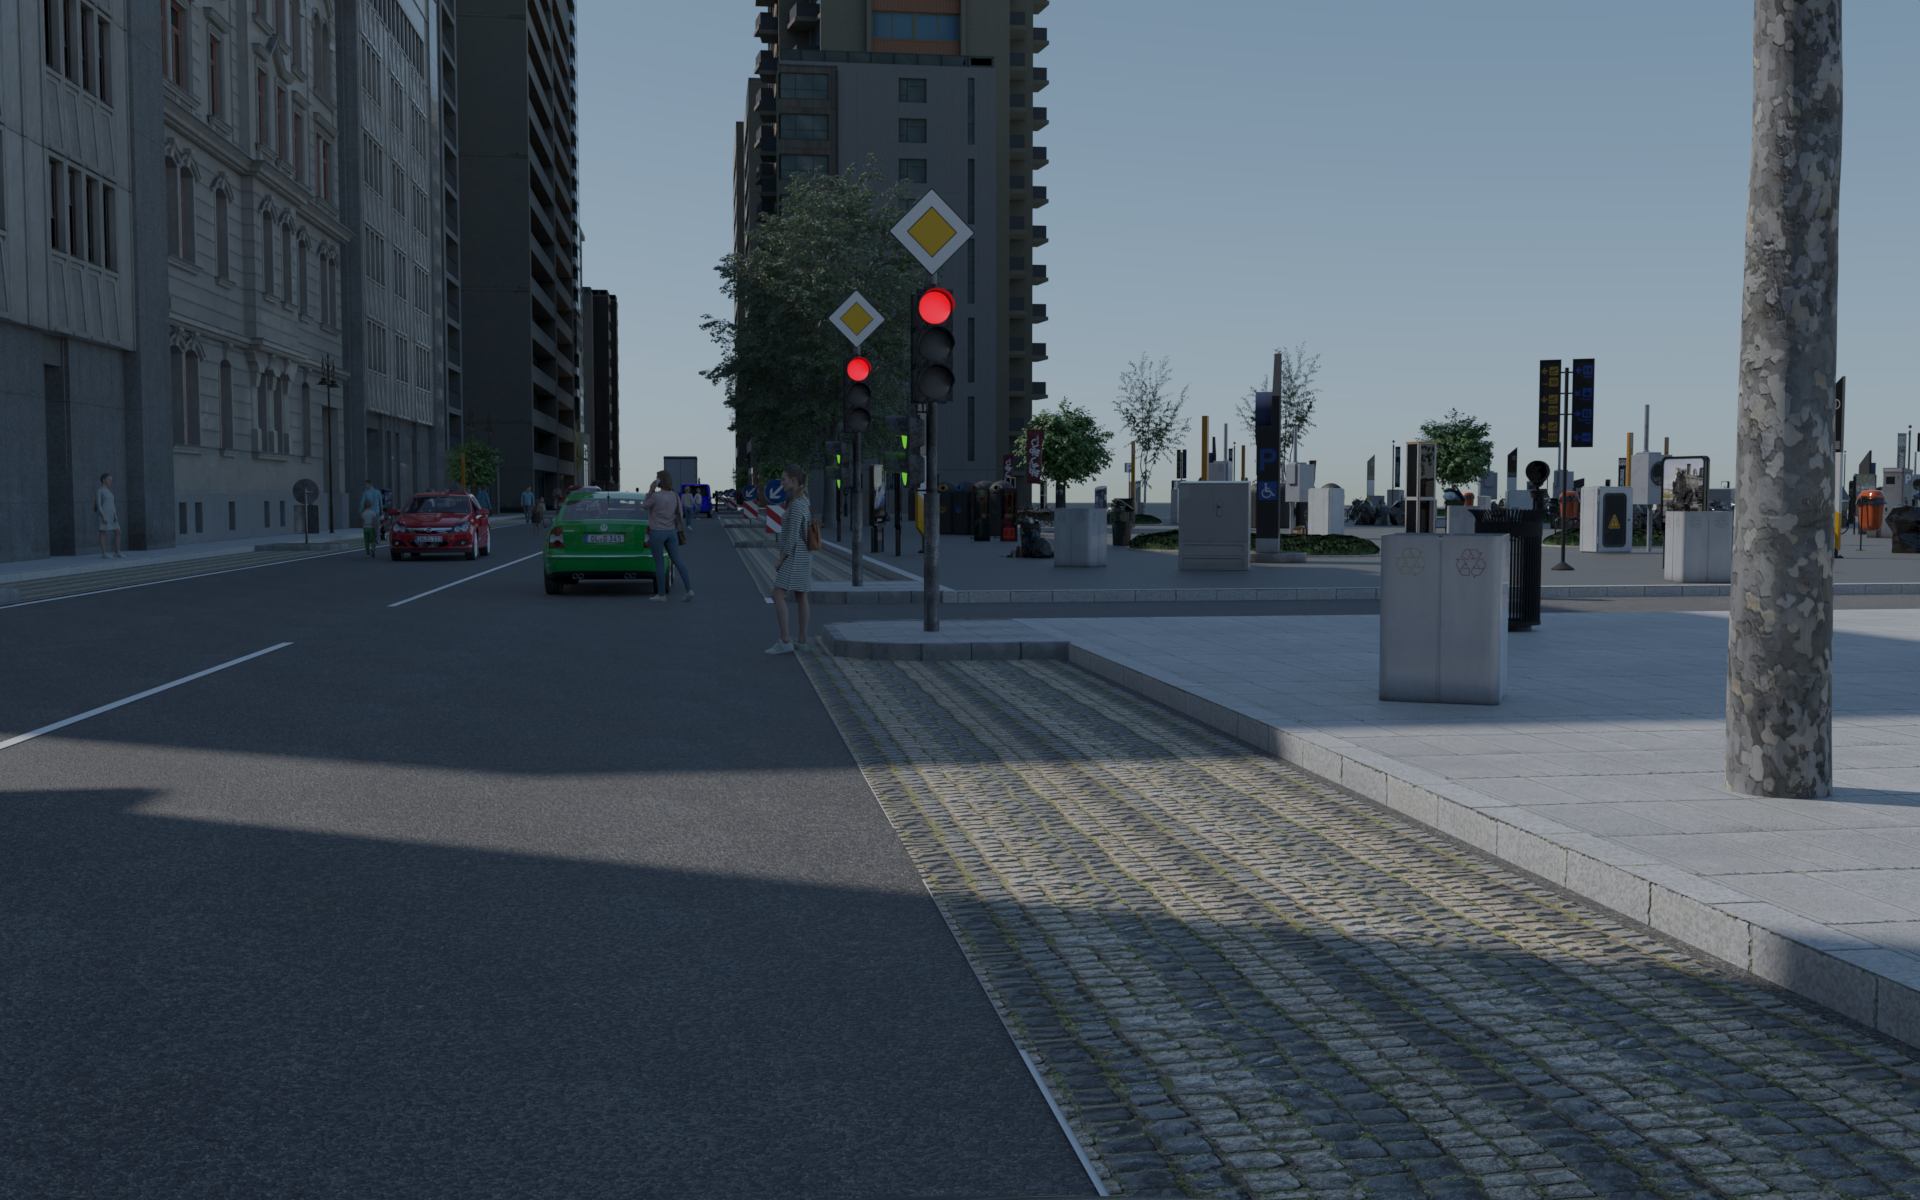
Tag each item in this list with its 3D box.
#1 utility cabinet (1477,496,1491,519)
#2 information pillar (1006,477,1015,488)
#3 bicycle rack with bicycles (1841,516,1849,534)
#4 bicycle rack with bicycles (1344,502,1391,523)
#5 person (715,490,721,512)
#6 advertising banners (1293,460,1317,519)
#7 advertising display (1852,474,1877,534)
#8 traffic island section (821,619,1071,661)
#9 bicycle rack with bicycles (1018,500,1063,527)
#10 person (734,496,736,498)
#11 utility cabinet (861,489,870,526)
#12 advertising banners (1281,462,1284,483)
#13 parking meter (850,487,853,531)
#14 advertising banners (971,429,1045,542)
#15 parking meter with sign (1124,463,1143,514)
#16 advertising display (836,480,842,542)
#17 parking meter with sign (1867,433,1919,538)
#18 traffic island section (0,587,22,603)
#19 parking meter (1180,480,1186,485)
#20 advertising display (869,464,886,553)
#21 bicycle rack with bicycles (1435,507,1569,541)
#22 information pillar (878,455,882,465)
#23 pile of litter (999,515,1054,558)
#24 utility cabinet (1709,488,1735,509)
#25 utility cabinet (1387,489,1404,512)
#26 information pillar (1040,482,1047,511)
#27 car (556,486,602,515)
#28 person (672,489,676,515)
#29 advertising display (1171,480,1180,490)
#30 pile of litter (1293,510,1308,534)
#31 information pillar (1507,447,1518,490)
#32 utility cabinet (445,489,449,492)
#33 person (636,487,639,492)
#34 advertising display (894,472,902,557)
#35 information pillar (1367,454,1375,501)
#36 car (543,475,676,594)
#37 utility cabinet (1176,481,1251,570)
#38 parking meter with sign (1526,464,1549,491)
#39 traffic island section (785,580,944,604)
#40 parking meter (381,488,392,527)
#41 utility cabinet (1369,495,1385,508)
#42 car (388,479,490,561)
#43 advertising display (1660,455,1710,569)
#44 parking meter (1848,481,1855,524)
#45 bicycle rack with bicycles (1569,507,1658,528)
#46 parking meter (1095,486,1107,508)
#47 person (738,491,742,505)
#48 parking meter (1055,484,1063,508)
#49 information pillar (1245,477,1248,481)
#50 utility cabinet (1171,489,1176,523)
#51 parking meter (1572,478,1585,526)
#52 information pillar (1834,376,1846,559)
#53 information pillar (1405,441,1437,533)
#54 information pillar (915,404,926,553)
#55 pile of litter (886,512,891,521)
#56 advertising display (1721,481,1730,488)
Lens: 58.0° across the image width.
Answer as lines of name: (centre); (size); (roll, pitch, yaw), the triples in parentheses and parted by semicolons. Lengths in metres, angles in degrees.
utility cabinet: (18.149, -2.985, 59.963); (0.306, 1.237, 1.020); (2, 4, 27)
information pillar: (2.206, -4.346, 75.554); (0.304, 2.012, 0.304); (-3, 5, -41)
bicycle rack with bicycles: (26.142, -2.536, 54.839); (2.852, 0.926, 2.925); (-2, 4, -35)
bicycle rack with bicycles: (18.639, -3.958, 78.090); (2.925, 0.926, 2.852); (1, 4, 23)
person: (-19.175, -7.813, 136.955); (0.721, 1.735, 1.217); (-2, 4, -27)
advertising banners: (17.715, -5.729, 89.862); (0.090, 3.025, 2.074); (-2, 4, -35)
advertising display: (28.774, -3.052, 55.120); (0.974, 1.923, 0.123); (-2, 4, -26)
traffic island section: (-0.243, 0.371, 16.214); (2.009, 0.180, 2.903); (-1, 4, -8)
bicycle rack with bicycles: (3.217, -3.378, 68.604); (2.925, 0.926, 2.852); (2, 4, 24)
person: (-31.117, -14.302, 239.958); (1.350, 1.814, 0.705); (3, 5, 39)
utility cabinet: (-3.654, -3.709, 69.317); (1.173, 1.500, 0.318); (3, 5, 41)
advertising banners: (17.801, -5.985, 94.041); (0.090, 3.025, 2.074); (3, 4, 36)
parking meter: (-3.616, -3.157, 60.035); (0.372, 1.533, 0.369); (0, 3, 0)
advertising banners: (1.294, -3.096, 46.803); (2.074, 3.025, 0.090); (1, 4, 17)
parking meter with sign: (9.663, -6.078, 95.633); (0.543, 3.016, 1.738); (-1, 4, -17)
advertising display: (-3.276, -2.548, 46.871); (0.123, 1.923, 0.974); (0, 4, -2)
parking meter with sign: (27.096, -3.289, 50.044); (0.543, 3.016, 1.738); (-2, 4, -23)
traffic island section: (-13.518, -0.004, 22.342); (2.009, 0.180, 2.903); (-1, 4, -8)
parking meter: (9.204, -4.014, 71.340); (0.255, 1.863, 0.399); (0, 3, 0)
advertising display: (-1.814, -2.010, 38.080); (0.123, 1.923, 0.974); (1, 4, 13)
bicycle rack with bicycles: (14.701, -2.126, 48.140); (2.925, 0.926, 2.852); (-2, 4, -33)
information pillar: (-4.466, -6.430, 96.479); (0.183, 3.616, 0.504); (-1, 4, -16)
pile of litter: (1.553, -1.292, 35.083); (1.176, 0.858, 1.719); (-2, 4, -32)
utility cabinet: (28.813, -3.484, 65.637); (0.318, 1.500, 1.173); (-2, 4, -24)
utility cabinet: (20.492, -4.451, 81.459); (0.318, 1.500, 1.173); (-1, 4, -13)
information pillar: (4.579, -5.530, 94.907); (0.304, 2.012, 0.304); (2, 4, 34)
car: (-17.545, -4.397, 80.558); (2.281, 1.827, 5.304); (0, 4, -7)
person: (-19.699, -6.738, 118.690); (0.705, 1.821, 1.348); (1, 4, 8)
advertising display: (10.048, -4.615, 80.669); (0.123, 1.923, 0.974); (2, 4, 25)
pile of litter: (10.754, -2.422, 53.573); (1.719, 0.858, 1.176); (1, 4, 9)
information pillar: (27.302, -5.767, 85.646); (0.504, 3.616, 0.183); (1, 4, 9)
utility cabinet: (-23.870, -4.436, 81.204); (0.318, 1.500, 1.173); (0, 4, -7)
person: (-18.834, -5.672, 101.247); (1.348, 1.824, 0.705); (1, 4, 15)
advertising display: (-1.282, -1.880, 35.955); (0.123, 1.923, 0.974); (0, 3, 0)
information pillar: (24.269, -6.785, 102.288); (0.504, 3.616, 0.183); (-1, 4, -17)
car: (-5.247, -1.065, 26.210); (1.959, 1.807, 4.718); (0, 4, -8)
utility cabinet: (4.296, -1.257, 29.238); (1.173, 1.500, 0.318); (1, 4, 17)
parking meter with sign: (33.766, -6.476, 102.135); (1.738, 3.016, 0.543); (2, 4, 23)
traffic island section: (-1.406, -0.112, 24.114); (2.009, 0.180, 2.903); (-1, 4, -8)
parking meter: (-22.142, -3.577, 66.900); (0.372, 1.533, 0.369); (0, 3, 0)
utility cabinet: (19.867, -4.368, 82.584); (0.306, 1.237, 1.020); (-1, 4, -17)
car: (-11.594, -1.816, 38.726); (2.155, 1.783, 4.494); (-1, 4, -10)
advertising display: (12.268, -1.475, 29.335); (0.123, 1.923, 0.974); (-1, 4, -21)
parking meter: (38.447, -4.217, 74.656); (0.255, 1.863, 0.399); (2, 4, 32)
bicycle rack with bicycles: (18.042, -2.148, 48.496); (2.925, 0.926, 2.852); (0, 4, 3)
parking meter: (4.263, -2.694, 52.460); (0.372, 1.533, 0.369); (0, 3, 0)
person: (-25.042, -11.633, 197.156); (0.541, 1.710, 0.530); (-1, 4, -17)
parking meter: (5.118, -5.112, 89.297); (0.255, 1.863, 0.399); (-2, 4, -31)
information pillar: (12.556, -4.404, 76.492); (0.304, 2.012, 0.304); (1, 4, 13)
utility cabinet: (9.334, -4.047, 74.848); (0.318, 1.500, 1.173); (1, 4, 16)
parking meter: (22.258, -3.465, 62.369); (0.399, 1.863, 0.255); (2, 4, 24)
information pillar: (17.418, -2.645, 34.599); (0.183, 3.616, 0.504); (-2, 4, -25)
information pillar: (6.449, -1.210, 24.271); (0.304, 2.012, 0.304); (-1, 4, -21)
information pillar: (-0.786, -2.824, 37.525); (0.183, 3.616, 0.504); (3, 4, 37)
pile of litter: (-3.966, -4.110, 81.164); (1.719, 0.858, 1.176); (-2, 4, -31)
advertising display: (38.148, -4.964, 86.368); (0.123, 1.923, 0.974); (0, 4, 7)
